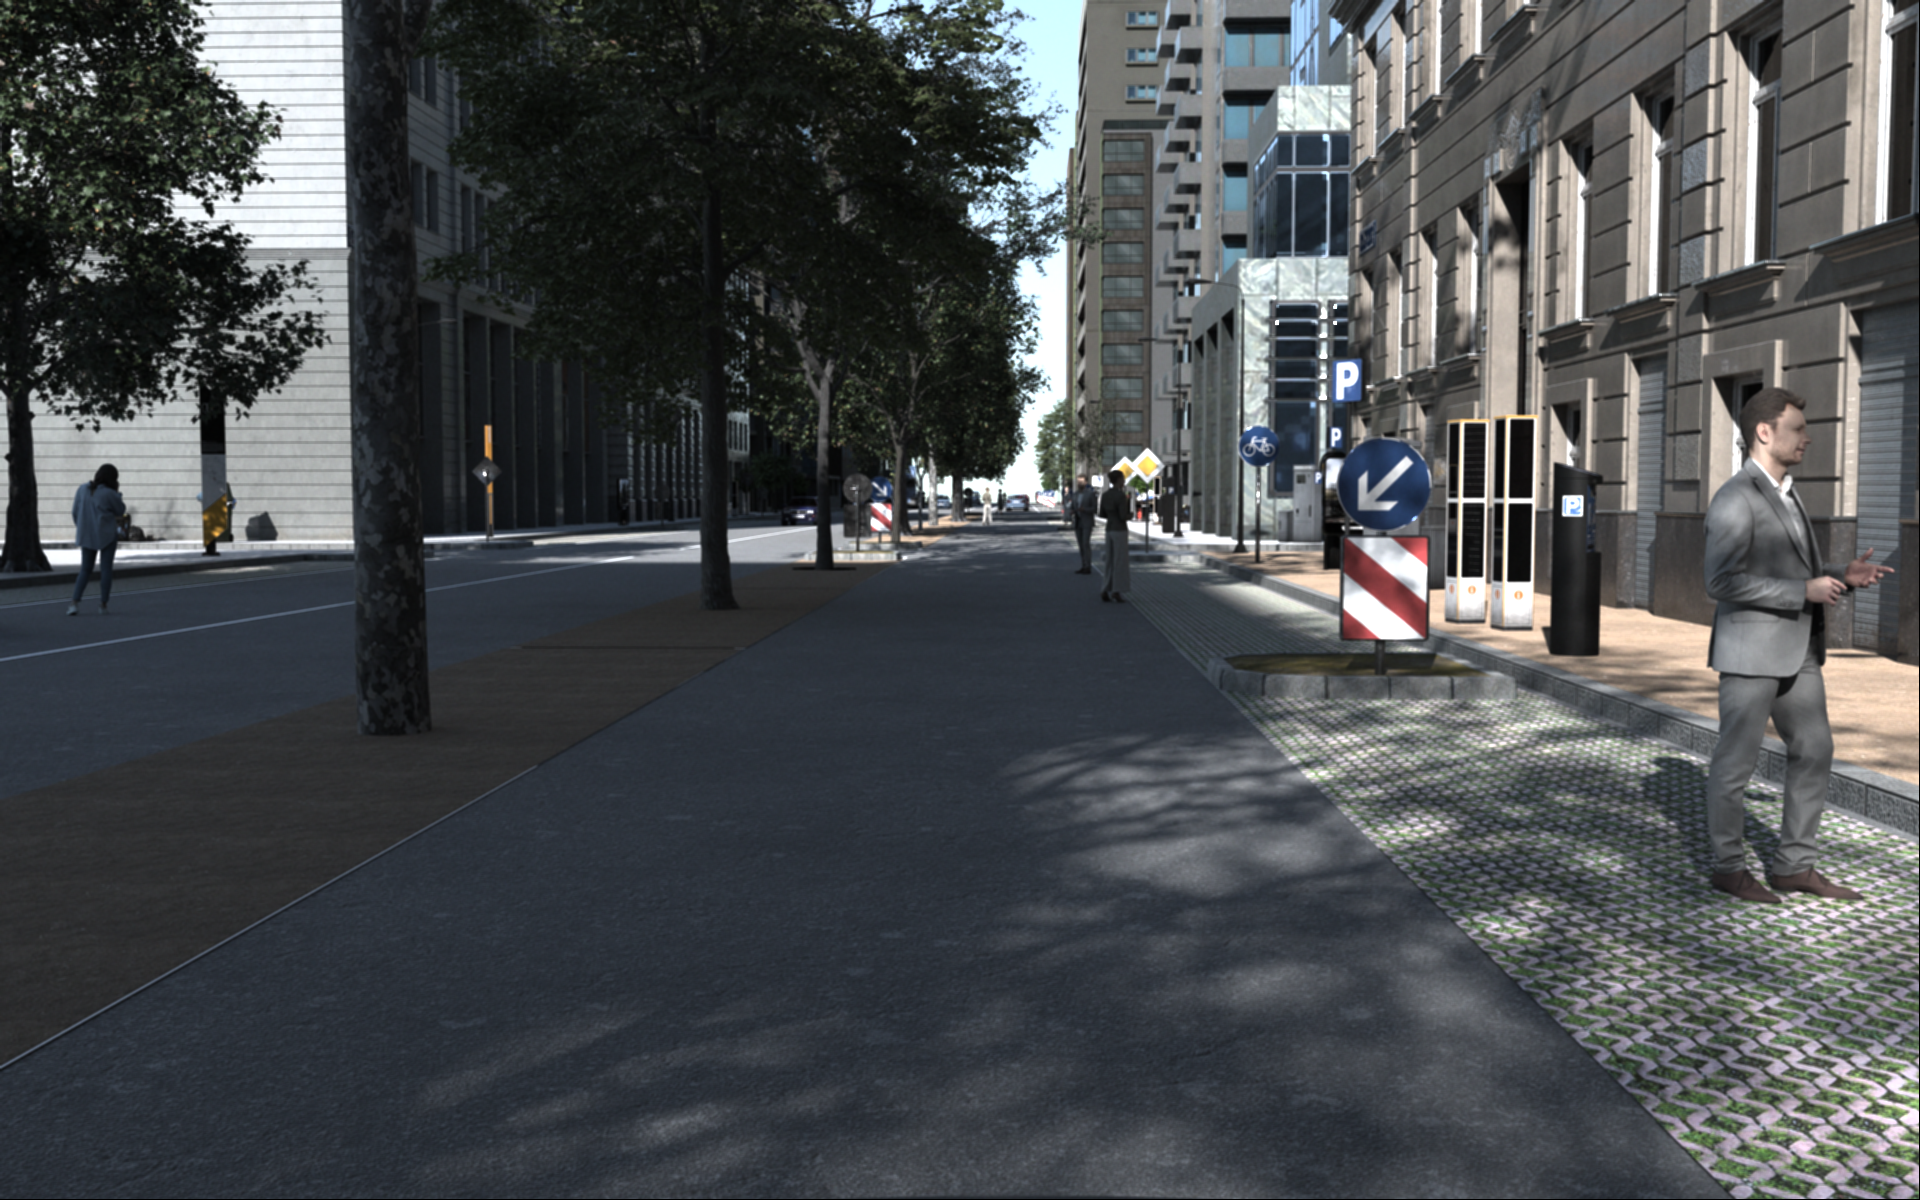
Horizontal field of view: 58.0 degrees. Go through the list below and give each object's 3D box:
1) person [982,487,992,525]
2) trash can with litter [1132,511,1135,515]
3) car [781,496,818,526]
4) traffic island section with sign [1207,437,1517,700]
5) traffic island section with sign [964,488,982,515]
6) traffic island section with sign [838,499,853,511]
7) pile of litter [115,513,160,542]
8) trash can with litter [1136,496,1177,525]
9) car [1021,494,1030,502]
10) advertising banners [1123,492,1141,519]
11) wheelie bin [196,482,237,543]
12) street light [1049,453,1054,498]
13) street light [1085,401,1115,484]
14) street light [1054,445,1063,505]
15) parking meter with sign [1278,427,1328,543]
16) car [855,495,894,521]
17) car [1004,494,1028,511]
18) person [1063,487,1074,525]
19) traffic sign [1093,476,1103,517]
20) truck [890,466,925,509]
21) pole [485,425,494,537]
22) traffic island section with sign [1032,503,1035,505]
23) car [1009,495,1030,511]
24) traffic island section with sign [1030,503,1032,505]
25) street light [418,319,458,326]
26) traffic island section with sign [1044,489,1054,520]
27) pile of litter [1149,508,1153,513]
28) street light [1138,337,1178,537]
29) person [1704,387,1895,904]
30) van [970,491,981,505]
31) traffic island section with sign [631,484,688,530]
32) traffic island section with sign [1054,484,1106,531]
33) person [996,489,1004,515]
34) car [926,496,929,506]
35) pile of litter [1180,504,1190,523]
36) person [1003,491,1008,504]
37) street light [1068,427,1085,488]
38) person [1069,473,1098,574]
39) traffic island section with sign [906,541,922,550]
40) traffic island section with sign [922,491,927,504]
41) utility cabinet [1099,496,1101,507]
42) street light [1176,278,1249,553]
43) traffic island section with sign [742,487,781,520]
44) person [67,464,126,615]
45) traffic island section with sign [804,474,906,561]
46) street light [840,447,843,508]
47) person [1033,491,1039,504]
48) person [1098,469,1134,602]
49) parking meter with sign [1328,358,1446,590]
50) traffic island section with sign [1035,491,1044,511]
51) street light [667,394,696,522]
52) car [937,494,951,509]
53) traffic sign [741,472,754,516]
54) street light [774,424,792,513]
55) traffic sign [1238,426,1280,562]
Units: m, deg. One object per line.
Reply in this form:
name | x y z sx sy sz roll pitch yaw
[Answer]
person | 1.285 -4.331 79.863 0.519 1.759 0.362 2 4 34
trash can with litter | 9.968 -5.584 102.690 0.624 1.170 1.055 -3 4 -36
car | -7.135 -4.091 79.466 1.945 1.354 3.894 0 4 3
traffic island section with sign | 2.899 -0.265 12.954 1.989 1.847 2.006 0 4 2
traffic island section with sign | 0.551 -6.878 120.589 2.006 1.907 1.989 0 4 2
traffic island section with sign | -9.171 -8.388 145.771 1.989 1.847 2.006 0 4 2
pile of litter | -22.428 -1.989 46.480 1.719 0.858 1.176 1 4 9
trash can with litter | 8.184 -3.698 71.514 1.678 1.210 2.233 0 4 1
car | 8.043 -13.137 223.823 2.155 1.783 4.494 0 4 1
advertising banners | 9.109 -5.597 87.694 2.074 3.025 0.090 -1 4 -18
wheelie bin | -19.699 -2.320 45.841 0.980 1.594 0.693 -3 5 -41
street light | 11.524 -14.607 211.362 1.470 5.913 1.316 0 4 2
street light | 7.139 -6.949 86.156 1.470 5.913 1.316 0 4 2
street light | 9.837 -11.607 162.309 1.470 5.913 1.316 0 4 2
parking meter with sign | 9.177 -3.021 45.648 0.543 3.016 1.738 -3 5 -41
car | -3.443 -3.695 72.420 2.014 1.417 4.499 0 4 2
car | 4.714 -8.123 144.819 2.014 1.417 4.499 0 4 3
person | 4.968 -4.344 79.944 0.534 1.772 0.576 -3 5 -40
traffic sign | 7.772 -5.848 97.752 0.606 2.300 0.079 0 4 5
truck | -5.096 -11.064 170.647 2.967 4.110 18.799 0 4 2
pole | -13.973 -3.519 51.386 0.158 3.312 0.155 0 3 0
traffic island section with sign | 8.429 -10.005 172.210 1.989 1.847 2.006 0 4 2
car | 5.059 -8.359 149.250 1.945 1.354 3.894 0 4 1
traffic island section with sign | 10.358 -13.404 227.783 1.989 1.847 2.006 0 4 2
street light | -14.021 -4.502 46.150 1.470 5.913 1.316 0 4 2
traffic island section with sign | 5.742 -5.269 94.784 1.989 1.847 2.006 0 4 2
pile of litter | 12.748 -6.274 116.553 1.719 0.858 1.176 1 4 12
street light | 5.958 -4.823 51.389 1.470 5.913 1.316 0 4 2
person | 2.896 0.163 6.038 0.583 1.804 0.606 3 5 44
van | 1.937 -14.015 236.151 2.013 2.044 4.112 0 4 4
traffic island section with sign | -11.851 -3.671 68.653 1.989 1.847 2.006 0 4 2
traffic island section with sign | 4.802 -3.619 67.798 1.989 1.847 2.006 0 4 2
person | 2.718 -6.728 118.722 0.641 1.798 0.478 -1 4 -12
car | -3.189 -12.358 212.272 2.015 1.641 3.980 0 4 2
pile of litter | 10.329 -3.853 76.954 1.176 0.858 1.719 3 4 36
person | 6.475 -14.776 250.107 0.705 1.821 1.348 3 5 43
street light | 8.384 -9.053 120.552 1.470 5.913 1.316 0 4 2
person | 2.168 -1.376 31.193 0.606 1.804 0.583 2 4 35
traffic island section with sign | -2.048 -2.285 45.496 2.006 1.907 1.989 0 4 2
traffic island section with sign | -5.368 -15.082 255.214 1.989 1.847 2.006 0 4 2
utility cabinet | 7.828 -5.128 95.000 0.306 1.237 1.020 1 4 11
street light | 5.551 -3.970 37.455 1.470 5.913 1.316 0 4 2
traffic island section with sign | -10.915 -5.319 95.592 1.989 1.847 2.006 0 4 2
person | -10.288 -0.724 20.599 0.793 1.790 0.793 -2 4 -34
traffic island section with sign | -2.315 -1.832 38.093 2.006 1.907 1.989 0 4 2
street light | -10.195 -11.291 157.149 1.470 5.913 1.316 0 4 2
person | 10.370 -13.647 231.557 1.348 1.831 0.705 3 4 38
person | 2.096 -0.848 22.921 0.362 1.759 0.519 -2 4 -35
parking meter with sign | 5.757 -1.633 22.962 1.738 3.016 0.543 -2 4 -31
traffic island section with sign | 7.477 -8.335 144.911 1.989 1.847 2.006 0 4 2
street light | -12.936 -6.612 80.653 1.470 5.913 1.316 0 4 2
car | -1.819 -9.473 166.892 2.014 1.417 4.499 0 3 0
traffic sign | -12.412 -6.167 100.936 0.768 2.556 0.104 0 4 6
street light | -11.717 -8.716 115.050 1.470 5.913 1.316 0 4 2
traffic sign | 5.586 -1.978 32.440 0.768 2.556 0.104 0 4 5
